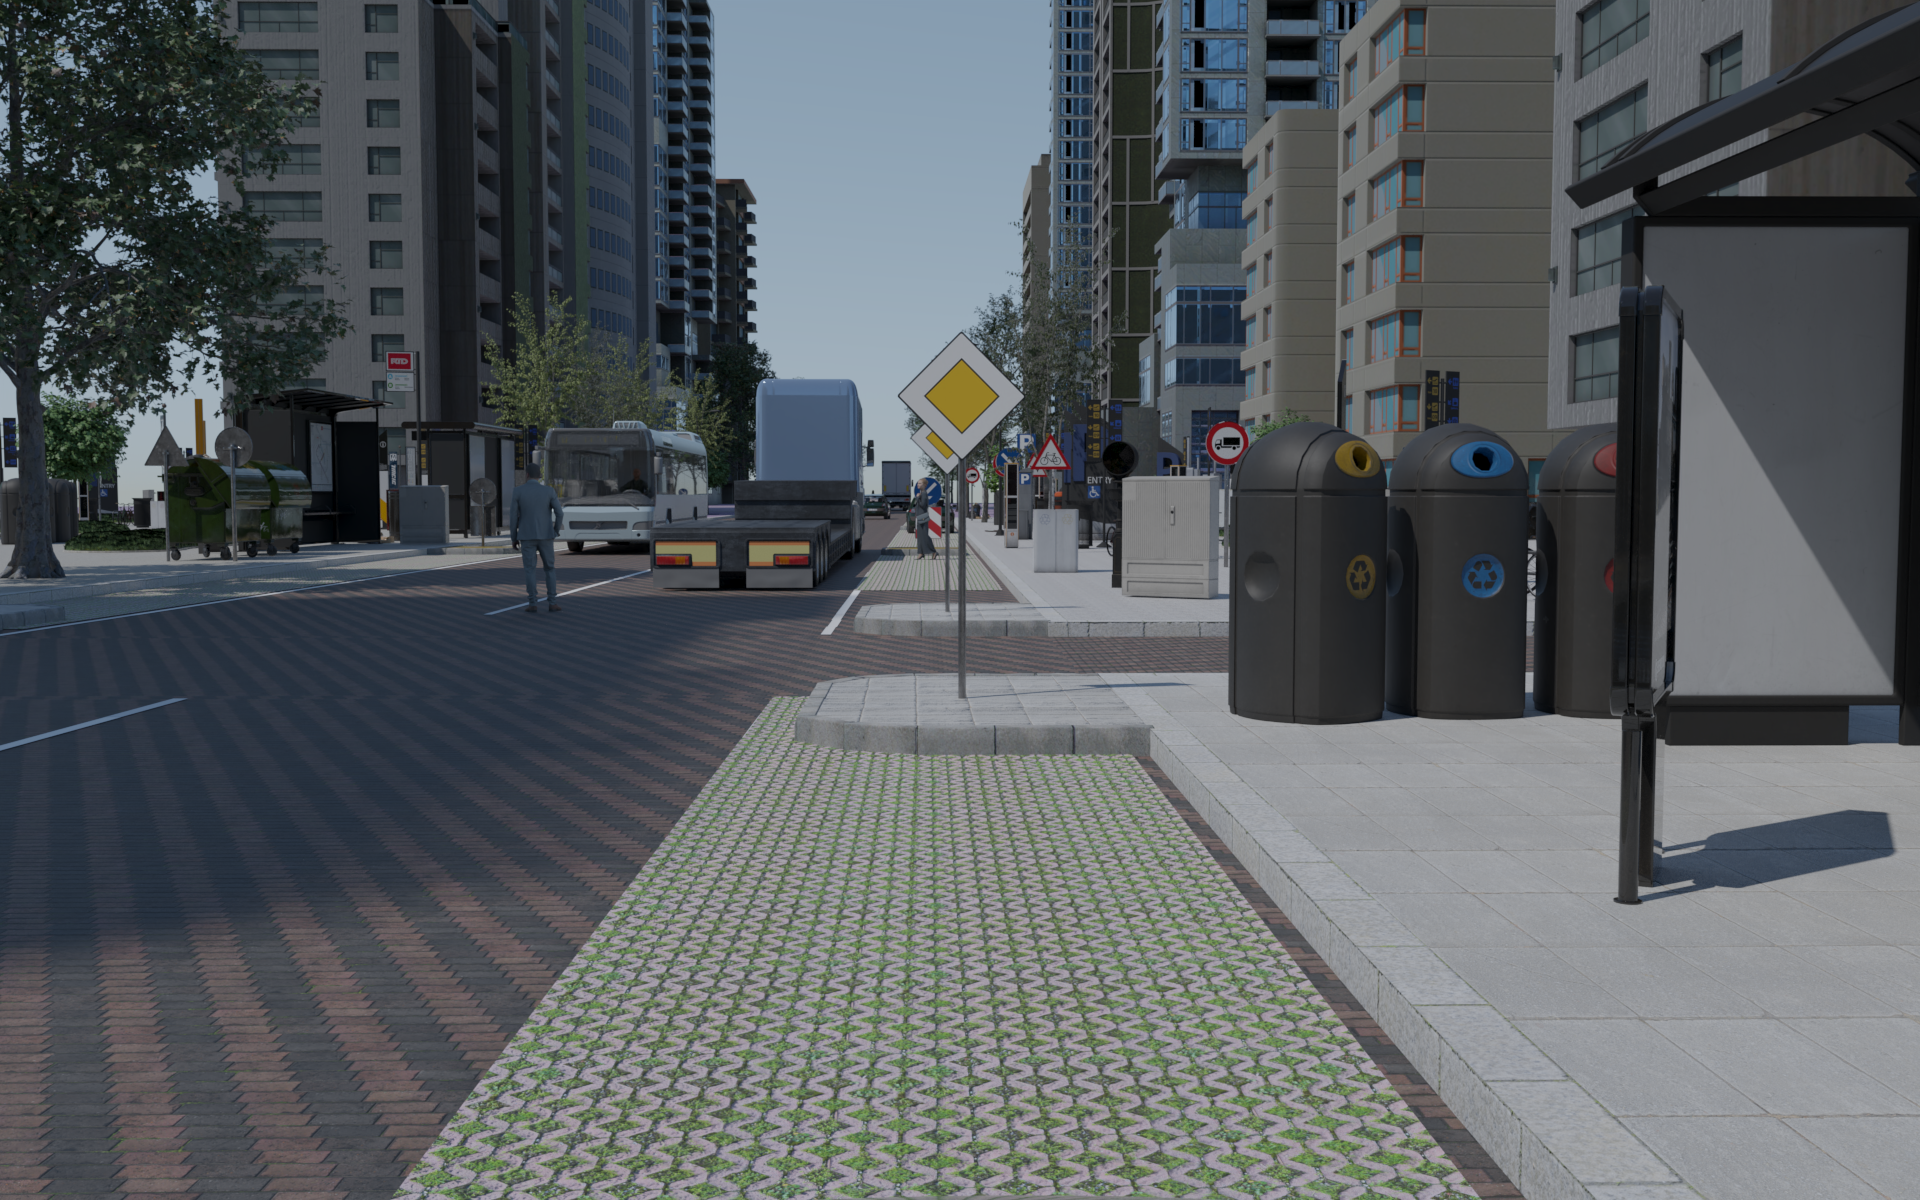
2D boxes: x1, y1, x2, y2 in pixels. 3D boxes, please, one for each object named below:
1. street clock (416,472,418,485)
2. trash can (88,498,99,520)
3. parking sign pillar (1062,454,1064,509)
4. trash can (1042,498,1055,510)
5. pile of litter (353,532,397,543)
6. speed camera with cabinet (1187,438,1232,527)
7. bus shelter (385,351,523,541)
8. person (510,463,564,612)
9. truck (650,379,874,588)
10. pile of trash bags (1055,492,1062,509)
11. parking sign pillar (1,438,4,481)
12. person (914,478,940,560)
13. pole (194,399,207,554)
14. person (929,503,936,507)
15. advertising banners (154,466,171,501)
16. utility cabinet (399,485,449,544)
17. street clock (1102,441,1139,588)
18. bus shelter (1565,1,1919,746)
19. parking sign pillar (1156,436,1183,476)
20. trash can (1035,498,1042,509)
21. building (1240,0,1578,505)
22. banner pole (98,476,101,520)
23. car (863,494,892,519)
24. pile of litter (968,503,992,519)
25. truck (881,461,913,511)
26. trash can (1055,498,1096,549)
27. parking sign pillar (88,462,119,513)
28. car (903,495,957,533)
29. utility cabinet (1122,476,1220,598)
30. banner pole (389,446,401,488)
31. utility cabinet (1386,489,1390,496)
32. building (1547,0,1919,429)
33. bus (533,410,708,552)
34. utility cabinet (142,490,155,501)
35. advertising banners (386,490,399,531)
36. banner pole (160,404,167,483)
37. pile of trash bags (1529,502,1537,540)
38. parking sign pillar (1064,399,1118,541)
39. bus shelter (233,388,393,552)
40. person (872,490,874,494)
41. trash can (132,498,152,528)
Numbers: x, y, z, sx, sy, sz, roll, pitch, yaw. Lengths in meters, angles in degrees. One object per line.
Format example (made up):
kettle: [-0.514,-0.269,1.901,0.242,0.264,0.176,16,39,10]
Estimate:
street clock: [-17.579,-3.138,55.880,0.358,2.002,0.471,-1,4,-23]
trash can: [-31.883,-3.164,63.380,0.748,1.137,0.748,0,3,0]
parking sign pillar: [3.894,-4.048,54.651,1.447,3.967,1.447,1,4,16]
trash can: [3.319,-2.896,58.997,0.748,1.137,0.748,0,3,0]
pile of litter: [-15.495,-1.944,45.750,1.176,0.858,1.719,-1,4,-9]
speed camera with cabinet: [8.731,-4.063,60.768,2.038,3.252,0.660,1,4,18]
bus shelter: [-15.057,-4.508,51.334,2.179,5.291,8.768,0,4,-1]
person: [-5.157,-0.765,21.108,0.635,1.810,0.391,-2,4,-24]
truck: [-3.484,-2.749,34.700,2.967,4.110,18.799,0,4,-1]
pile of trash bags: [4.634,-3.593,68.502,1.912,1.369,3.447,2,4,30]
parking sign pillar: [-46.544,-5.777,82.922,1.447,3.967,1.447,-1,4,-21]
person: [-0.757,-1.748,37.509,0.534,1.772,0.576,-2,4,-24]
pole: [-16.261,-2.645,37.086,0.158,3.312,0.155,0,3,0]
person: [-1.005,-2.601,53.629,0.523,1.515,0.503,-1,4,-21]
advertising banners: [-41.999,-5.795,90.934,0.090,3.025,2.074,1,4,18]
utility cabinet: [-13.611,-2.160,43.991,1.173,1.500,0.318,0,4,1]
street clock: [2.187,-1.169,23.679,0.471,2.002,0.358,1,4,17]
bus shelter: [4.179,-0.756,6.286,2.014,3.302,5.546,0,4,-1]
parking sign pillar: [9.782,-5.631,80.546,1.447,3.967,1.447,2,4,28]
trash can: [3.092,-3.124,62.727,0.748,1.137,0.748,0,3,0]
building: [28.217,-13.930,72.797,27.650,21.520,28.899,0,4,-1]
banner pole: [-36.474,-5.102,73.438,0.401,3.779,0.863,-1,4,-19]
car: [-4.904,-5.474,99.291,2.009,1.686,4.222,0,4,1]
pile of litter: [1.092,-4.611,89.357,1.176,0.858,1.719,3,5,45]
truck: [-5.481,-9.902,150.814,2.839,4.237,11.283,0,4,-1]
trash can: [2.812,-1.771,40.610,0.748,1.137,0.748,0,3,0]
parking sign pillar: [-40.480,-5.701,81.686,1.447,3.967,1.447,-3,5,-41]
car: [-1.107,-3.314,63.966,2.009,1.686,4.222,0,4,-2]
utility cabinet: [2.586,-0.775,21.353,1.173,1.500,0.318,2,4,32]
banner pole: [-29.193,-6.099,89.729,0.863,3.779,0.401,1,4,15]
utility cabinet: [12.706,-2.617,51.473,0.318,1.500,1.173,0,4,-3]
building: [21.499,-16.126,35.362,14.107,30.474,14.160,0,4,-1]
bus: [-8.669,-3.129,46.012,2.948,3.499,13.247,0,4,-2]
utility cabinet: [-39.605,-4.639,84.524,0.318,1.500,1.173,-1,4,-13]
advertising banners: [-19.842,-3.945,60.695,2.074,3.025,0.090,0,4,1]
banner pole: [-22.136,-3.558,48.189,0.401,3.779,0.863,-2,4,-35]
pile of trash bags: [15.063,-2.369,48.493,3.447,1.369,1.912,0,4,4]
parking sign pillar: [3.752,-3.661,48.329,1.447,3.967,1.447,1,4,8]
bus shelter: [-15.329,-3.066,41.420,1.731,3.624,6.357,0,4,-1]
person: [-6.507,-7.385,129.963,1.217,1.735,0.721,0,4,6]
trash can: [-31.093,-3.316,65.866,0.748,1.137,0.748,0,3,0]
